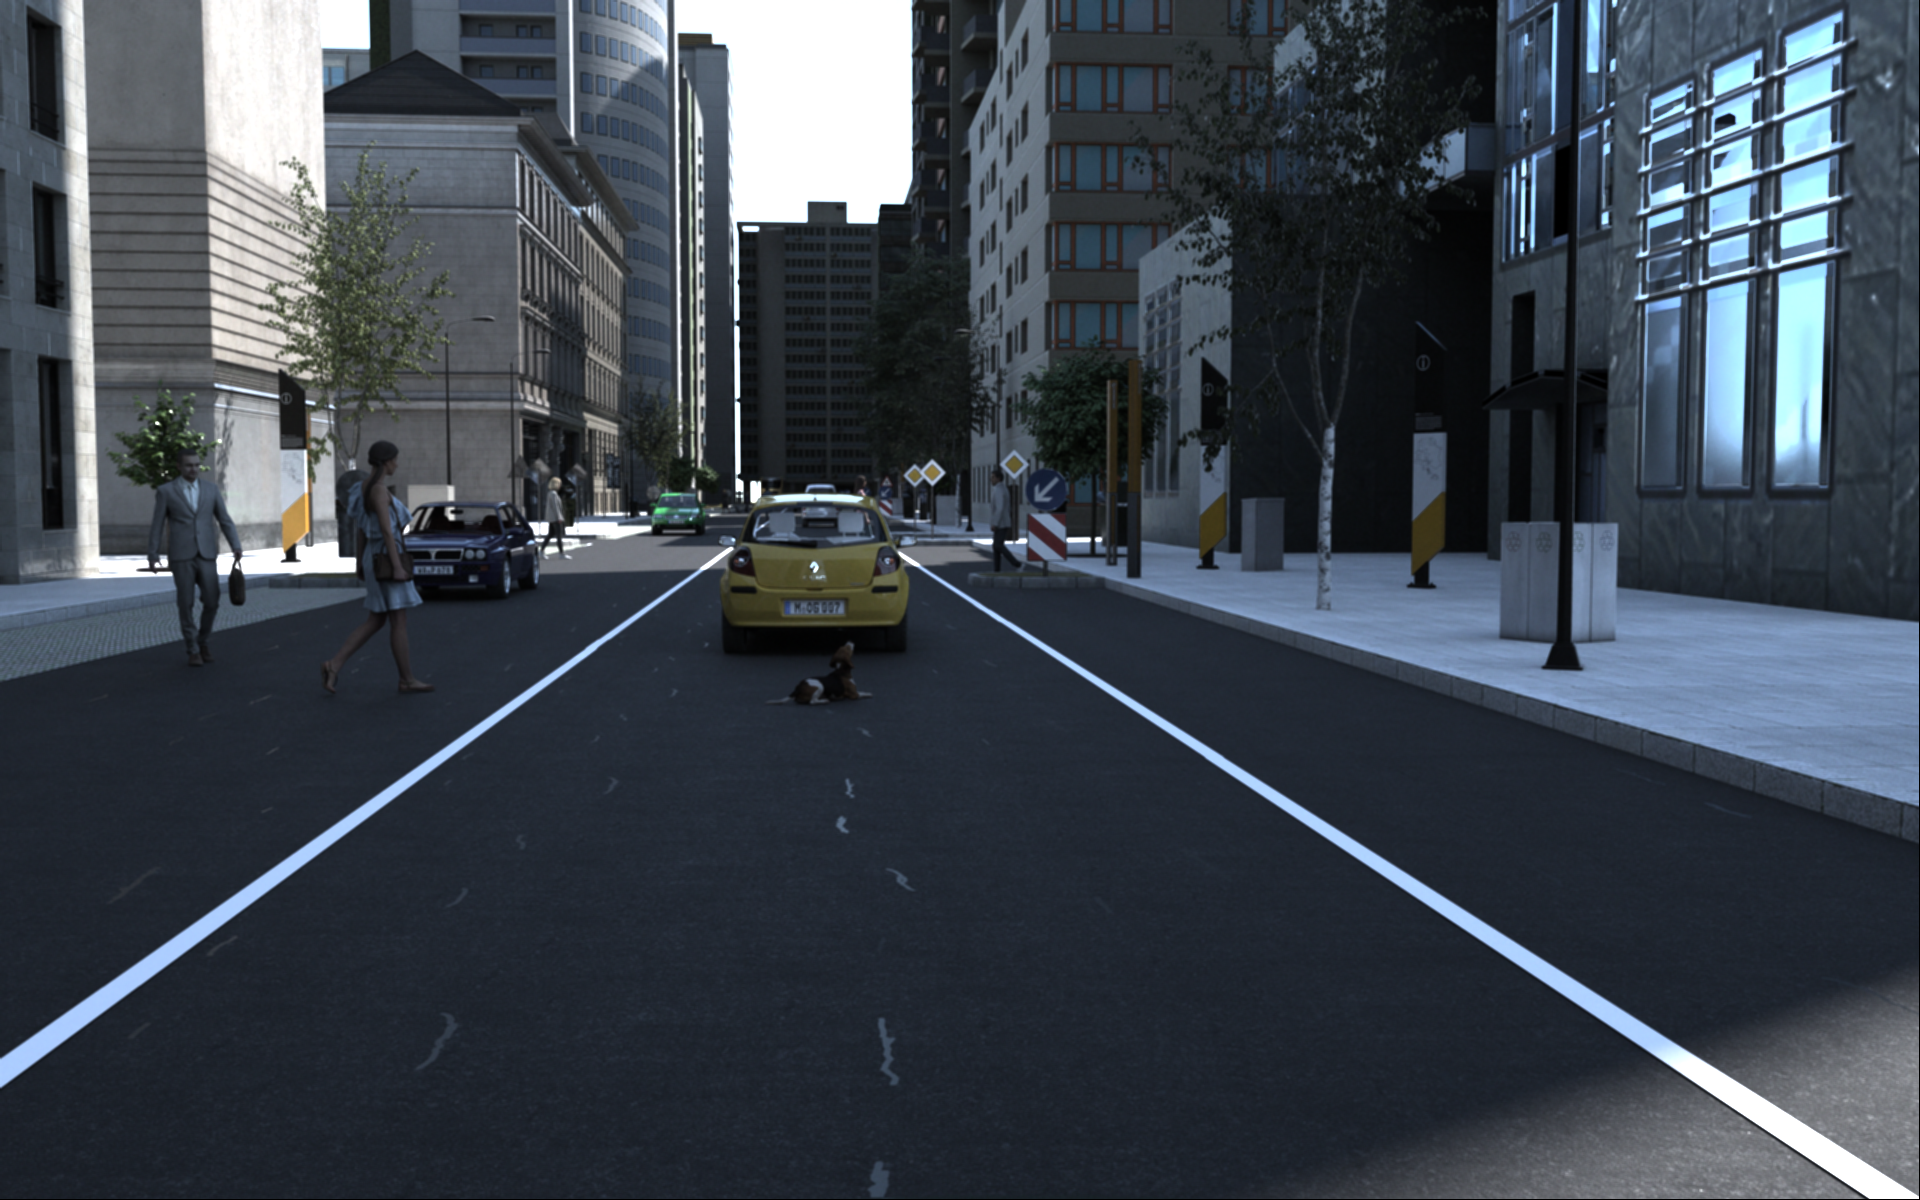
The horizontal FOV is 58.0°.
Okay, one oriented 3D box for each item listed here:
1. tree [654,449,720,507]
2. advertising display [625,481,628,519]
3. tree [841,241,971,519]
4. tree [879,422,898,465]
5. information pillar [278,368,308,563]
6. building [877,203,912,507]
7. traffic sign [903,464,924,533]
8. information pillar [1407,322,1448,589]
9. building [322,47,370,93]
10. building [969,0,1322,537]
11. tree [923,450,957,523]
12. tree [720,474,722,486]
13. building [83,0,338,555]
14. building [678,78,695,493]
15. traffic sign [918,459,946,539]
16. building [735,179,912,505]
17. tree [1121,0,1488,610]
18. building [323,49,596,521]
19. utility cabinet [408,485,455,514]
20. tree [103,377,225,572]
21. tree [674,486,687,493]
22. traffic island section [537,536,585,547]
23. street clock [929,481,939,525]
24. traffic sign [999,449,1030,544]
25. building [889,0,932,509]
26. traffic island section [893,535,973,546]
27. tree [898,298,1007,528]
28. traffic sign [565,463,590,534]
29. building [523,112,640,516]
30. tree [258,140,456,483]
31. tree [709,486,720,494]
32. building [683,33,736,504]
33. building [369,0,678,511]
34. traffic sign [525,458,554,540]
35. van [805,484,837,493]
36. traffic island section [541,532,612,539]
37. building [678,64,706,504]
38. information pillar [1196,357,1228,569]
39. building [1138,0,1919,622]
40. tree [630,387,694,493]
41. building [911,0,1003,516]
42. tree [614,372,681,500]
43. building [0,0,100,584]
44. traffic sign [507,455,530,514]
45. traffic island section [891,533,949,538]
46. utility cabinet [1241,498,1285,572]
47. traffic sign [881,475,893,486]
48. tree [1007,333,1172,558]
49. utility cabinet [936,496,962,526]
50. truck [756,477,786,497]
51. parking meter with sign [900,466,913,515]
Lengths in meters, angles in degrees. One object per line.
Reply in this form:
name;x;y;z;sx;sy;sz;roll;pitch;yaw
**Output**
tree;-20.622;-8.678;125.596;4.285;4.588;4.351;0;3;0
advertising display;-16.976;-5.074;88.168;0.123;1.923;0.974;-1;4;-11
tree;-1.153;-11.128;88.592;9.857;13.997;8.962;0;3;0
tree;-4.163;-10.755;126.214;4.360;8.622;3.978;0;3;0
information pillar;-12.449;-2.506;32.331;0.504;3.616;0.183;0;4;5
building;-1.356;-24.648;174.701;14.160;30.474;14.107;0;4;-5
traffic sign;-1.487;-3.264;57.016;0.795;2.450;0.064;0;4;-5
information pillar;6.360;-1.966;23.497;0.183;3.616;0.504;-3;5;-40
building;-65.468;-34.843;189.295;30.456;49.044;23.786;0;4;-5
building;16.025;-13.769;70.161;28.899;21.520;27.650;0;4;-5
tree;-0.874;-4.988;76.150;1.663;3.219;1.824;0;3;0
tree;-26.373;-11.941;178.955;4.285;4.588;4.351;0;3;0
building;-24.971;-11.666;39.895;18.267;20.994;9.793;0;4;-5
building;-32.897;-29.426;164.703;14.154;41.232;14.086;0;4;-5
traffic sign;-0.784;-2.778;49.062;0.795;2.450;0.064;0;4;-5
building;-17.790;-33.056;232.347;23.993;40.220;32.217;0;4;-5
tree;4.001;-4.211;19.216;4.360;8.622;3.978;0;3;0
building;-23.845;-13.819;76.844;10.553;20.767;40.483;0;4;-5
utility cabinet;-13.196;-2.116;43.277;1.173;1.500;0.318;1;4;19
tree;-13.282;-2.099;28.916;1.663;3.219;1.824;0;3;0
tree;-22.356;-8.803;138.524;1.663;3.219;1.824;0;3;0
traffic island section;-11.711;-1.584;48.183;2.009;0.180;2.903;0;4;-5
street clock;-1.099;-4.140;72.259;0.358;2.002;0.471;2;4;28
traffic sign;1.391;-2.646;44.448;0.795;2.450;0.064;0;4;-1
building;4.265;-43.868;155.491;20.563;71.187;20.611;0;4;-5
traffic island section;-0.762;-1.643;49.141;2.009;0.180;2.903;0;4;-5
tree;-0.127;-7.048;65.602;4.360;8.622;3.978;0;3;0
traffic sign;-12.390;-3.207;56.077;0.795;2.450;0.064;0;4;-5
building;-30.116;-17.020;111.568;16.112;22.955;30.059;0;4;-5
tree;-12.936;-5.291;36.873;4.737;8.622;4.395;0;3;0
tree;-26.341;-11.666;185.344;1.663;3.219;1.824;0;3;0
building;-43.433;-41.732;224.314;28.212;58.520;21.231;0;4;-5
building;-34.774;-36.747;142.812;21.231;58.520;28.212;0;4;-5
traffic sign;-11.688;-2.721;48.123;0.795;2.450;0.064;0;4;-5
van;-6.108;-4.227;76.126;2.013;2.044;4.112;0;4;-4
traffic island section;-12.413;-2.071;56.137;2.009;0.180;2.903;0;4;-5
building;-39.602;-34.775;192.277;21.600;48.544;21.300;0;4;-5
information pillar;4.308;-2.333;29.503;0.504;3.616;0.183;3;4;39
building;17.384;-43.926;30.860;22.319;86.520;31.000;0;4;-5
tree;-20.257;-10.249;117.939;4.737;8.622;4.395;0;3;0
building;8.322;-27.777;108.774;22.147;44.769;28.867;0;4;-5
tree;-18.722;-9.419;104.357;4.360;8.622;3.978;0;3;0
building;-17.982;-9.977;17.871;10.420;20.320;16.860;0;4;-5
traffic sign;-14.495;-3.495;57.139;0.884;2.594;0.081;0;4;0
traffic island section;-1.464;-2.129;57.095;2.009;0.180;2.903;0;4;-5
utility cabinet;5.076;-1.095;29.063;0.306;1.237;1.020;3;4;37
traffic sign;-5.003;-7.250;118.536;0.884;2.594;0.081;0;4;-1
tree;2.658;-3.169;35.533;4.285;4.588;4.351;0;3;0
utility cabinet;-0.444;-3.585;69.770;1.020;1.237;0.306;2;4;26
truck;-22.083;-12.669;203.070;3.469;3.379;9.791;0;4;-5
parking meter with sign;-3.382;-6.821;107.783;0.543;3.016;1.738;-2;4;-33
